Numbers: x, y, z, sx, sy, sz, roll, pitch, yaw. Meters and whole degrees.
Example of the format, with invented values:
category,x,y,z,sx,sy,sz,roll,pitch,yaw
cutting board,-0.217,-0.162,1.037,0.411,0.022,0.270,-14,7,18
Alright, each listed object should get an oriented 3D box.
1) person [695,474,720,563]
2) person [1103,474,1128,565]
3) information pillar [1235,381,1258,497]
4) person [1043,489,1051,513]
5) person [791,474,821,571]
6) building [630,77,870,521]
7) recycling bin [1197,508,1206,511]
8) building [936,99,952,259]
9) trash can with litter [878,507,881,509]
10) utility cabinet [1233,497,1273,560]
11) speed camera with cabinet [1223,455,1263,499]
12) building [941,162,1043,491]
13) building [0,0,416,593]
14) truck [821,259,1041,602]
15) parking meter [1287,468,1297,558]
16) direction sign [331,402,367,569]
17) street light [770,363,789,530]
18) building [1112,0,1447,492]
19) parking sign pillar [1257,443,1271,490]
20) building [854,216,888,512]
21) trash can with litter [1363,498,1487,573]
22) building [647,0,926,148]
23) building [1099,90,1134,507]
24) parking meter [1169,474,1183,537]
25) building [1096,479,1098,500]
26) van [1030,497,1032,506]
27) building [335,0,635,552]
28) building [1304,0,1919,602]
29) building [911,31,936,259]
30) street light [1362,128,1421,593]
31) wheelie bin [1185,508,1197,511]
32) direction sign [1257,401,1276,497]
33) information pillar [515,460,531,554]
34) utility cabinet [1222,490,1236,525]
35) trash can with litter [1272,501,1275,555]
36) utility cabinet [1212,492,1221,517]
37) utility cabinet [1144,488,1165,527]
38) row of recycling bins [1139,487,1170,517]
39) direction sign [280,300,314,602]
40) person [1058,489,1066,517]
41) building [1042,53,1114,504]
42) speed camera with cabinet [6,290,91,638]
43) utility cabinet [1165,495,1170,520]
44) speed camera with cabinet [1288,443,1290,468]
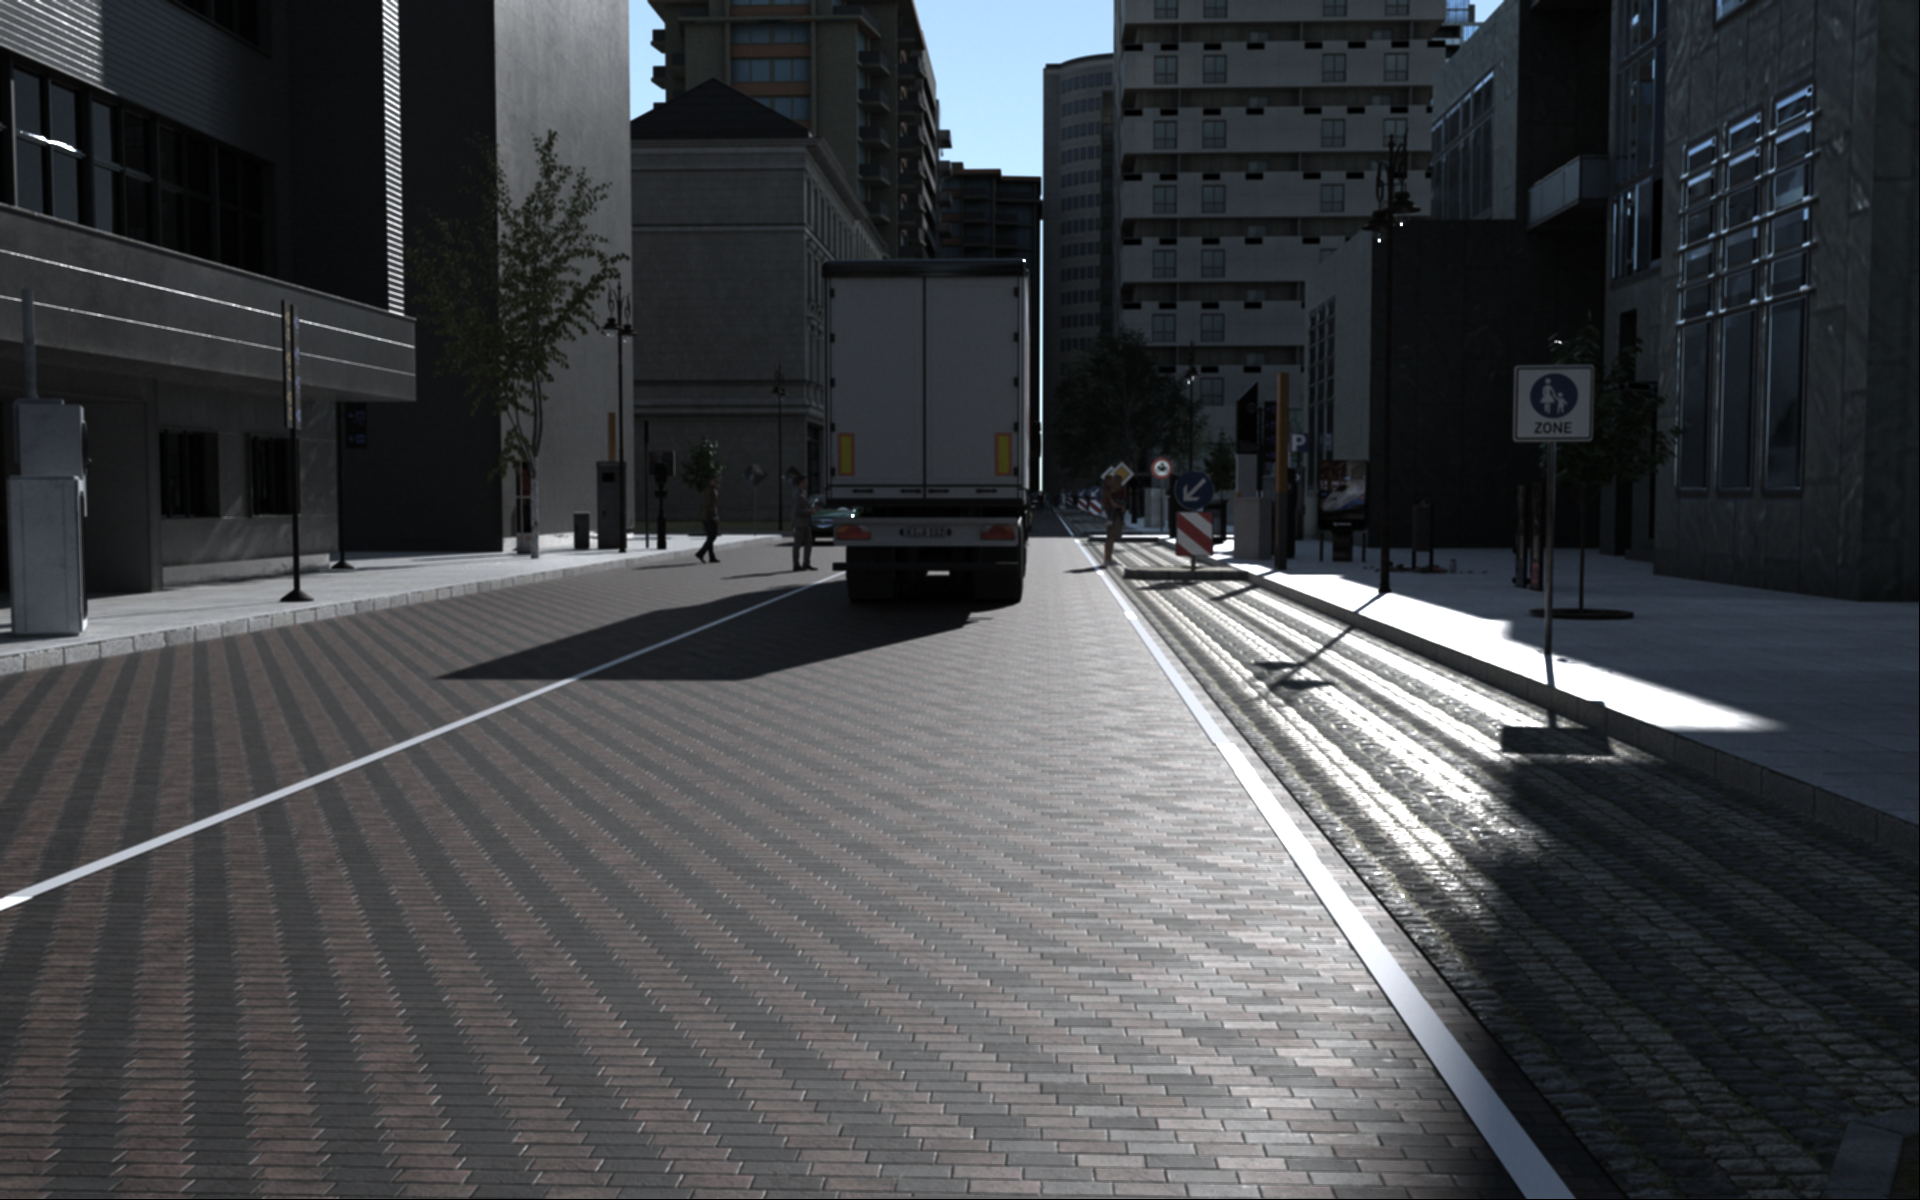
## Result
category,x,y,z,sx,sy,sz,roll,pitch,yaw
person,-5.199,-1.688,36.011,0.656,1.842,0.836,2,4,31
person,3.079,-1.605,34.722,0.580,1.828,0.573,3,4,38
information pillar,5.944,-2.723,35.872,0.504,3.616,0.183,-2,4,-25
person,6.435,-7.381,129.530,0.623,1.781,0.721,2,4,35
person,-2.876,-1.448,32.373,0.583,1.804,0.606,0,3,0
building,-11.515,-14.132,81.970,10.553,20.767,40.483,0,4,3
recycling bin,10.850,-4.072,79.137,0.722,1.027,0.722,0,4,6
building,-16.348,-35.531,200.533,30.456,49.044,23.786,0,4,3
trash can with litter,-4.581,-5.291,97.893,0.624,1.170,1.055,0,4,5
utility cabinet,5.775,-1.406,34.156,0.306,1.237,1.020,-1,4,-21
speed camera with cabinet,12.890,-5.113,77.929,2.038,3.252,0.660,2,4,35
building,-3.428,-35.273,231.340,28.867,44.769,22.147,0,4,3
building,-16.644,-11.910,13.792,14.314,24.678,30.058,0,4,3
truck,-0.178,-2.287,26.314,2.839,4.237,11.283,0,4,3
parking meter,6.524,-1.769,34.642,0.399,1.863,0.255,0,4,-2
direction sign,-10.621,-2.305,29.691,0.876,3.537,0.379,-1,4,-22
street light,-6.357,-5.408,61.217,0.468,5.910,1.993,0,4,3
building,27.778,-34.717,156.863,28.713,52.752,27.495,0,4,3
parking sign pillar,15.778,-6.268,90.950,1.447,3.967,1.447,-1,4,-22
building,-10.371,-16.100,112.381,9.793,20.994,18.267,0,4,3
trash can with litter,7.578,-1.088,28.843,1.678,1.210,2.233,-1,4,-19
building,-14.485,-30.333,150.575,22.147,44.769,28.867,0,4,3
building,21.391,-30.281,178.695,14.154,41.232,14.086,0,4,3
parking meter,6.419,-2.785,51.254,0.399,1.863,0.255,-1,4,-12
building,31.834,-30.910,197.253,32.217,40.220,23.993,0,4,3
van,4.936,-8.283,142.441,2.013,2.044,4.112,0,4,4
building,-21.680,-15.391,45.154,24.014,27.812,14.314,0,4,3
building,20.598,-44.056,32.991,22.319,86.520,31.000,0,4,3
building,-13.682,-33.772,175.870,21.300,48.544,21.600,0,4,3
street light,5.537,-3.034,22.400,0.468,5.910,1.993,0,4,3
wheelie bin,17.874,-7.752,134.659,0.693,1.594,0.980,-2,4,-29
direction sign,7.324,-3.078,42.324,0.876,3.537,0.379,1,4,10
information pillar,-9.313,-1.994,37.092,0.304,2.012,0.304,-2,4,-35
utility cabinet,11.209,-3.766,70.246,0.318,1.500,1.173,-2,4,-24
trash can with litter,6.671,-1.550,36.723,0.624,1.170,1.055,-1,4,-14
utility cabinet,14.058,-5.240,94.349,1.173,1.500,0.318,1,4,18
utility cabinet,7.479,-3.529,66.375,0.318,1.500,1.173,2,4,34
row of recycling bins,11.578,-5.497,96.983,3.534,1.692,1.069,-1,4,-20
direction sign,-7.962,-1.755,20.698,0.379,3.537,0.876,-1,4,-10
person,6.444,-6.165,109.651,0.624,1.780,0.694,0,4,-6
building,25.042,-42.006,228.793,28.212,58.520,21.231,0,4,3
speed camera with cabinet,-8.581,-1.345,16.325,0.660,3.252,2.038,-2,4,-24
utility cabinet,10.021,-4.513,84.947,1.020,1.237,0.306,-1,4,-21
speed camera with cabinet,13.246,-4.417,66.557,0.660,3.252,2.038,-2,4,-34
